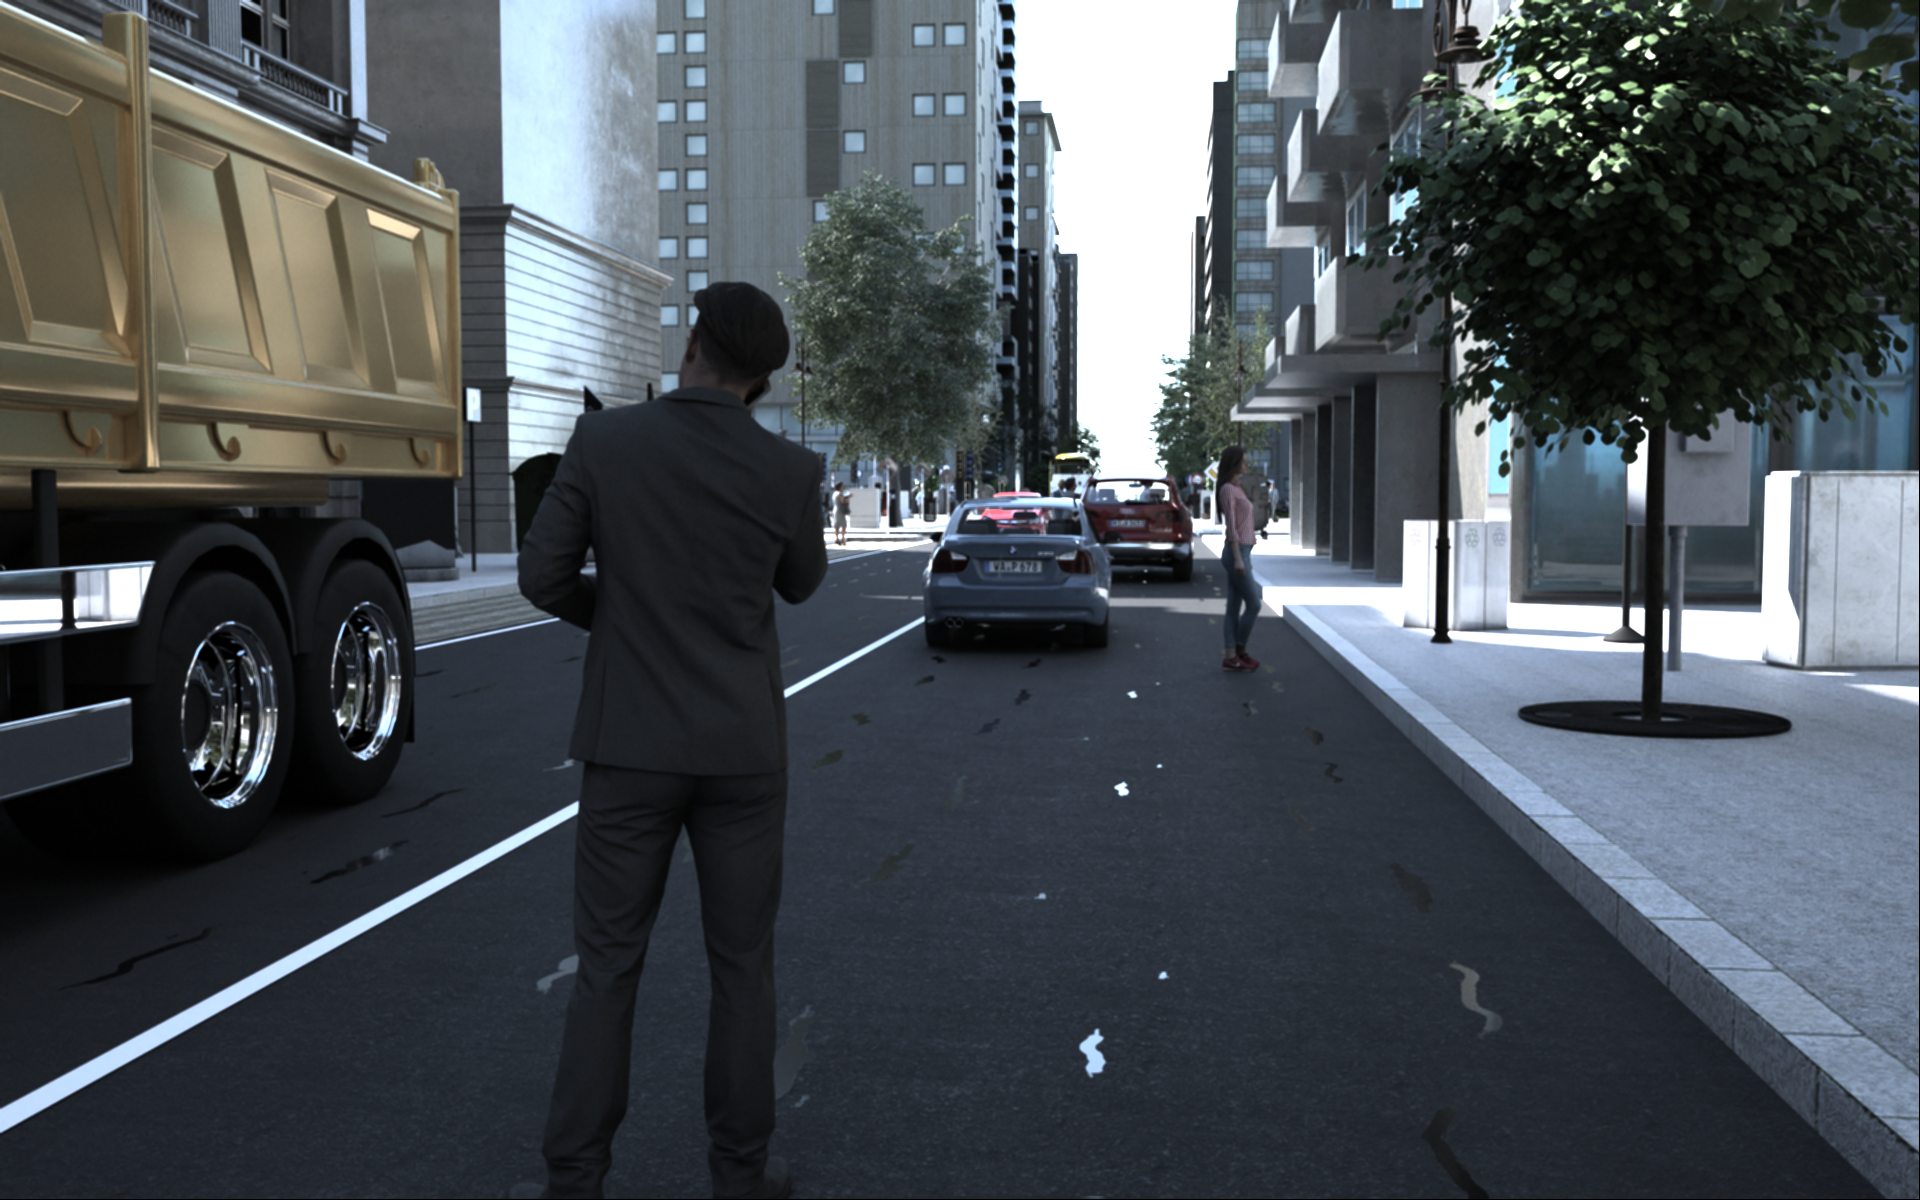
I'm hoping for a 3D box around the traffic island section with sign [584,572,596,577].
[{"bbox_3d":[-4.987,-1.213,28.462,1.989,1.847,2.006,0,4,6],"label":"traffic island section with sign"}]

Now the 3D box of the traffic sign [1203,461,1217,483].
[{"bbox_3d":[8.806,-3.519,59.721,0.795,2.593,0.064,0,4,6],"label":"traffic sign"}]

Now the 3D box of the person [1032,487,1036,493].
[{"bbox_3d":[6.502,-8.998,152.796,0.705,1.869,1.348,0,4,6],"label":"person"}]

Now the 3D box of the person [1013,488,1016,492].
[{"bbox_3d":[4.856,-9.003,153.172,0.705,1.831,1.348,-3,5,-39],"label":"person"}]

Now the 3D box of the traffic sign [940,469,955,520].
[{"bbox_3d":[-0.639,-5.322,87.121,0.768,2.556,0.104,1,4,15],"label":"traffic sign"}]

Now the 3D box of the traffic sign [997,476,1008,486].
[{"bbox_3d":[2.926,-7.276,119.065,0.768,2.556,0.104,1,4,13],"label":"traffic sign"}]

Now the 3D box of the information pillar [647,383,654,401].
[{"bbox_3d":[-6.548,-2.779,36.791,0.183,3.616,0.504,0,4,-2],"label":"information pillar"}]

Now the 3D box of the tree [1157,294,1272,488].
[{"bbox_3d":[9.901,-6.895,63.098,4.360,8.622,3.978,0,3,0],"label":"tree"}]

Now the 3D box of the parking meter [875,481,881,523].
[{"bbox_3d":[-3.641,-4.365,77.072,0.255,1.863,0.399,0,4,3],"label":"parking meter"}]

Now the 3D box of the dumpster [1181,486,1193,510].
[{"bbox_3d":[17.461,-7.729,132.121,1.264,1.857,1.865,0,4,6],"label":"dumpster"}]

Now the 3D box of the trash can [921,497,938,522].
[{"bbox_3d":[-1.382,-4.099,78.671,0.748,1.137,0.748,0,3,0],"label":"trash can"}]

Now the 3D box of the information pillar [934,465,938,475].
[{"bbox_3d":[-1.581,-7.655,116.512,0.183,3.616,0.504,1,4,22],"label":"information pillar"}]

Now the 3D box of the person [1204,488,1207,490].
[{"bbox_3d":[21.852,-9.085,154.218,0.705,1.869,1.348,2,4,28],"label":"person"}]

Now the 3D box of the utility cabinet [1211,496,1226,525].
[{"bbox_3d":[10.866,-3.681,71.353,1.020,1.237,0.306,-1,4,-18],"label":"utility cabinet"}]

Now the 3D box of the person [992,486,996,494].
[{"bbox_3d":[2.081,-6.284,109.134,0.601,1.785,0.444,-2,4,-30],"label":"person"}]

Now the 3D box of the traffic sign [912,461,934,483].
[{"bbox_3d":[-1.323,-3.589,60.874,0.795,2.593,0.064,0,4,6],"label":"traffic sign"}]

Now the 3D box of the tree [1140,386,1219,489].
[{"bbox_3d":[18.631,-12.957,146.260,7.601,10.594,8.767,1,4,13],"label":"tree"}]

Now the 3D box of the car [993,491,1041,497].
[{"bbox_3d":[1.581,-2.417,48.561,2.155,1.783,4.494,0,4,7],"label":"car"}]

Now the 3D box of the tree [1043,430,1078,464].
[{"bbox_3d":[11.641,-15.119,197.554,4.737,8.622,4.395,0,3,0],"label":"tree"}]

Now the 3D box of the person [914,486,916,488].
[{"bbox_3d":[-3.071,-7.150,122.750,0.447,1.846,0.655,-3,4,-36],"label":"person"}]

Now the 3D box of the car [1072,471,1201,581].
[{"bbox_3d":[3.038,-1.317,30.205,2.281,1.827,5.304,1,4,8],"label":"car"}]

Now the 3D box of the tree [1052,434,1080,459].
[{"bbox_3d":[12.929,-16.038,212.582,4.360,8.622,3.978,0,3,0],"label":"tree"}]

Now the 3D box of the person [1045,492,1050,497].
[{"bbox_3d":[8.560,-9.970,169.501,0.683,1.767,0.568,-1,4,-11],"label":"person"}]

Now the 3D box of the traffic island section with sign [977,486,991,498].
[{"bbox_3d":[1.172,-4.569,83.334,1.989,1.847,2.006,0,4,6],"label":"traffic island section with sign"}]

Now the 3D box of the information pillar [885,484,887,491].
[{"bbox_3d":[-5.537,-7.831,132.521,0.304,2.012,0.304,1,4,10],"label":"information pillar"}]

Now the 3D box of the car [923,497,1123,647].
[{"bbox_3d":[0.648,-0.341,17.586,2.014,1.417,4.499,0,4,5],"label":"car"}]

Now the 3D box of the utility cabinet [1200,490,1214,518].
[{"bbox_3d":[12.943,-5.026,90.848,1.173,1.500,0.318,-1,4,-19],"label":"utility cabinet"}]

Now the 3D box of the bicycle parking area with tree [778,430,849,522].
[{"bbox_3d":[-9.168,-5.690,80.041,9.016,4.147,8.231,-1,4,-12],"label":"bicycle parking area with tree"}]

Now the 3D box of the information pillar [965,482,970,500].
[{"bbox_3d":[0.426,-6.256,106.779,0.304,2.012,0.304,-1,4,-20],"label":"information pillar"}]

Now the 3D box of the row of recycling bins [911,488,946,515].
[{"bbox_3d":[-2.283,-6.258,109.437,3.534,1.692,1.069,2,4,33],"label":"row of recycling bins"}]

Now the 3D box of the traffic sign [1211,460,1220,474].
[{"bbox_3d":[7.914,-3.033,51.785,0.795,2.593,0.064,0,4,6],"label":"traffic sign"}]

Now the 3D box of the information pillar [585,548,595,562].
[{"bbox_3d":[-7.012,-1.717,32.560,0.304,2.012,0.304,-3,5,-42],"label":"information pillar"}]

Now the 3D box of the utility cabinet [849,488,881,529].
[{"bbox_3d":[-3.476,-3.342,63.316,1.173,1.500,0.318,2,4,29],"label":"utility cabinet"}]

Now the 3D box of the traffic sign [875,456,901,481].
[{"bbox_3d":[-2.214,-3.104,52.939,0.795,2.593,0.064,0,4,6],"label":"traffic sign"}]

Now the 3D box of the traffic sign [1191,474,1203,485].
[{"bbox_3d":[14.778,-6.601,108.036,0.768,2.556,0.104,1,4,10],"label":"traffic sign"}]

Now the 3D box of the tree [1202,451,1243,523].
[{"bbox_3d":[11.542,-5.028,76.807,1.663,3.219,1.824,0,3,0],"label":"tree"}]

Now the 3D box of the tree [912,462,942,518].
[{"bbox_3d":[-1.806,-6.092,94.204,1.663,3.219,1.824,0,3,0],"label":"tree"}]

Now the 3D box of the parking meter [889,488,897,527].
[{"bbox_3d":[-2.618,-3.569,66.757,0.372,1.533,0.369,0,3,0],"label":"parking meter"}]

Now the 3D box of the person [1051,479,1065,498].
[{"bbox_3d":[2.523,-2.138,43.645,0.419,1.800,0.721,2,4,32],"label":"person"}]

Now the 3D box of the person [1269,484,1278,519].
[{"bbox_3d":[15.761,-4.981,87.586,0.635,1.810,0.391,1,4,15],"label":"person"}]

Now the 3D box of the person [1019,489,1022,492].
[{"bbox_3d":[5.174,-8.560,146.675,0.621,1.740,0.551,1,4,20],"label":"person"}]

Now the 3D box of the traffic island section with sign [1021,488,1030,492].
[{"bbox_3d":[4.217,-6.229,110.472,1.989,1.847,2.006,0,4,6],"label":"traffic island section with sign"}]

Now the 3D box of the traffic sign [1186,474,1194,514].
[{"bbox_3d":[14.571,-6.652,108.859,0.768,2.556,0.104,0,4,8],"label":"traffic sign"}]

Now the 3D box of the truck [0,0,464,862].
[{"bbox_3d":[-4.312,-0.525,4.515,3.469,3.379,9.791,0,4,5],"label":"truck"}]

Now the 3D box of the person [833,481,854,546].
[{"bbox_3d":[-3.200,-2.383,47.818,0.532,1.782,0.716,-2,4,-28],"label":"person"}]

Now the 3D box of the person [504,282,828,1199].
[{"bbox_3d":[-0.583,0.298,3.440,0.655,1.846,0.447,-1,4,-14],"label":"person"}]

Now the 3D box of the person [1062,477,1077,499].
[{"bbox_3d":[2.450,-1.674,36.227,0.532,1.782,0.716,-2,4,-26],"label":"person"}]

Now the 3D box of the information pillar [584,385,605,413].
[{"bbox_3d":[-7.866,-2.809,37.284,0.504,3.616,0.183,2,4,24],"label":"information pillar"}]

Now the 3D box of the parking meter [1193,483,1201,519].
[{"bbox_3d":[12.085,-5.061,88.456,0.255,1.863,0.399,3,5,42],"label":"parking meter"}]

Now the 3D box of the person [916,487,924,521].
[{"bbox_3d":[-1.813,-4.496,81.367,0.330,1.601,0.589,3,5,44],"label":"person"}]

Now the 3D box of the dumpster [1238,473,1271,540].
[{"bbox_3d":[8.203,-2.662,49.281,1.264,1.857,1.865,0,4,6],"label":"dumpster"}]

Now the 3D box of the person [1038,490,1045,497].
[{"bbox_3d":[8.436,-10.821,183.691,1.217,1.735,0.721,-1,4,-12],"label":"person"}]

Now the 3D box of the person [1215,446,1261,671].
[{"bbox_3d":[2.253,-0.336,14.009,0.388,1.821,0.555,0,4,4],"label":"person"}]

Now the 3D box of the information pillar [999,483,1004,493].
[{"bbox_3d":[2.703,-6.609,112.551,0.304,2.012,0.304,0,4,-5],"label":"information pillar"}]

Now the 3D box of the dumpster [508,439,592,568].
[{"bbox_3d":[-6.910,-1.706,30.382,1.502,2.255,1.985,0,4,6],"label":"dumpster"}]

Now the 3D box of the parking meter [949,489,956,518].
[{"bbox_3d":[-0.412,-5.269,94.554,0.372,1.533,0.369,0,3,0],"label":"parking meter"}]

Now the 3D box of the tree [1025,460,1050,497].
[{"bbox_3d":[7.790,-10.964,162.978,4.285,4.588,4.351,0,3,0],"label":"tree"}]

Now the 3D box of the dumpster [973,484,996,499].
[{"bbox_3d":[1.442,-6.032,104.382,1.264,1.857,1.865,0,4,6],"label":"dumpster"}]
